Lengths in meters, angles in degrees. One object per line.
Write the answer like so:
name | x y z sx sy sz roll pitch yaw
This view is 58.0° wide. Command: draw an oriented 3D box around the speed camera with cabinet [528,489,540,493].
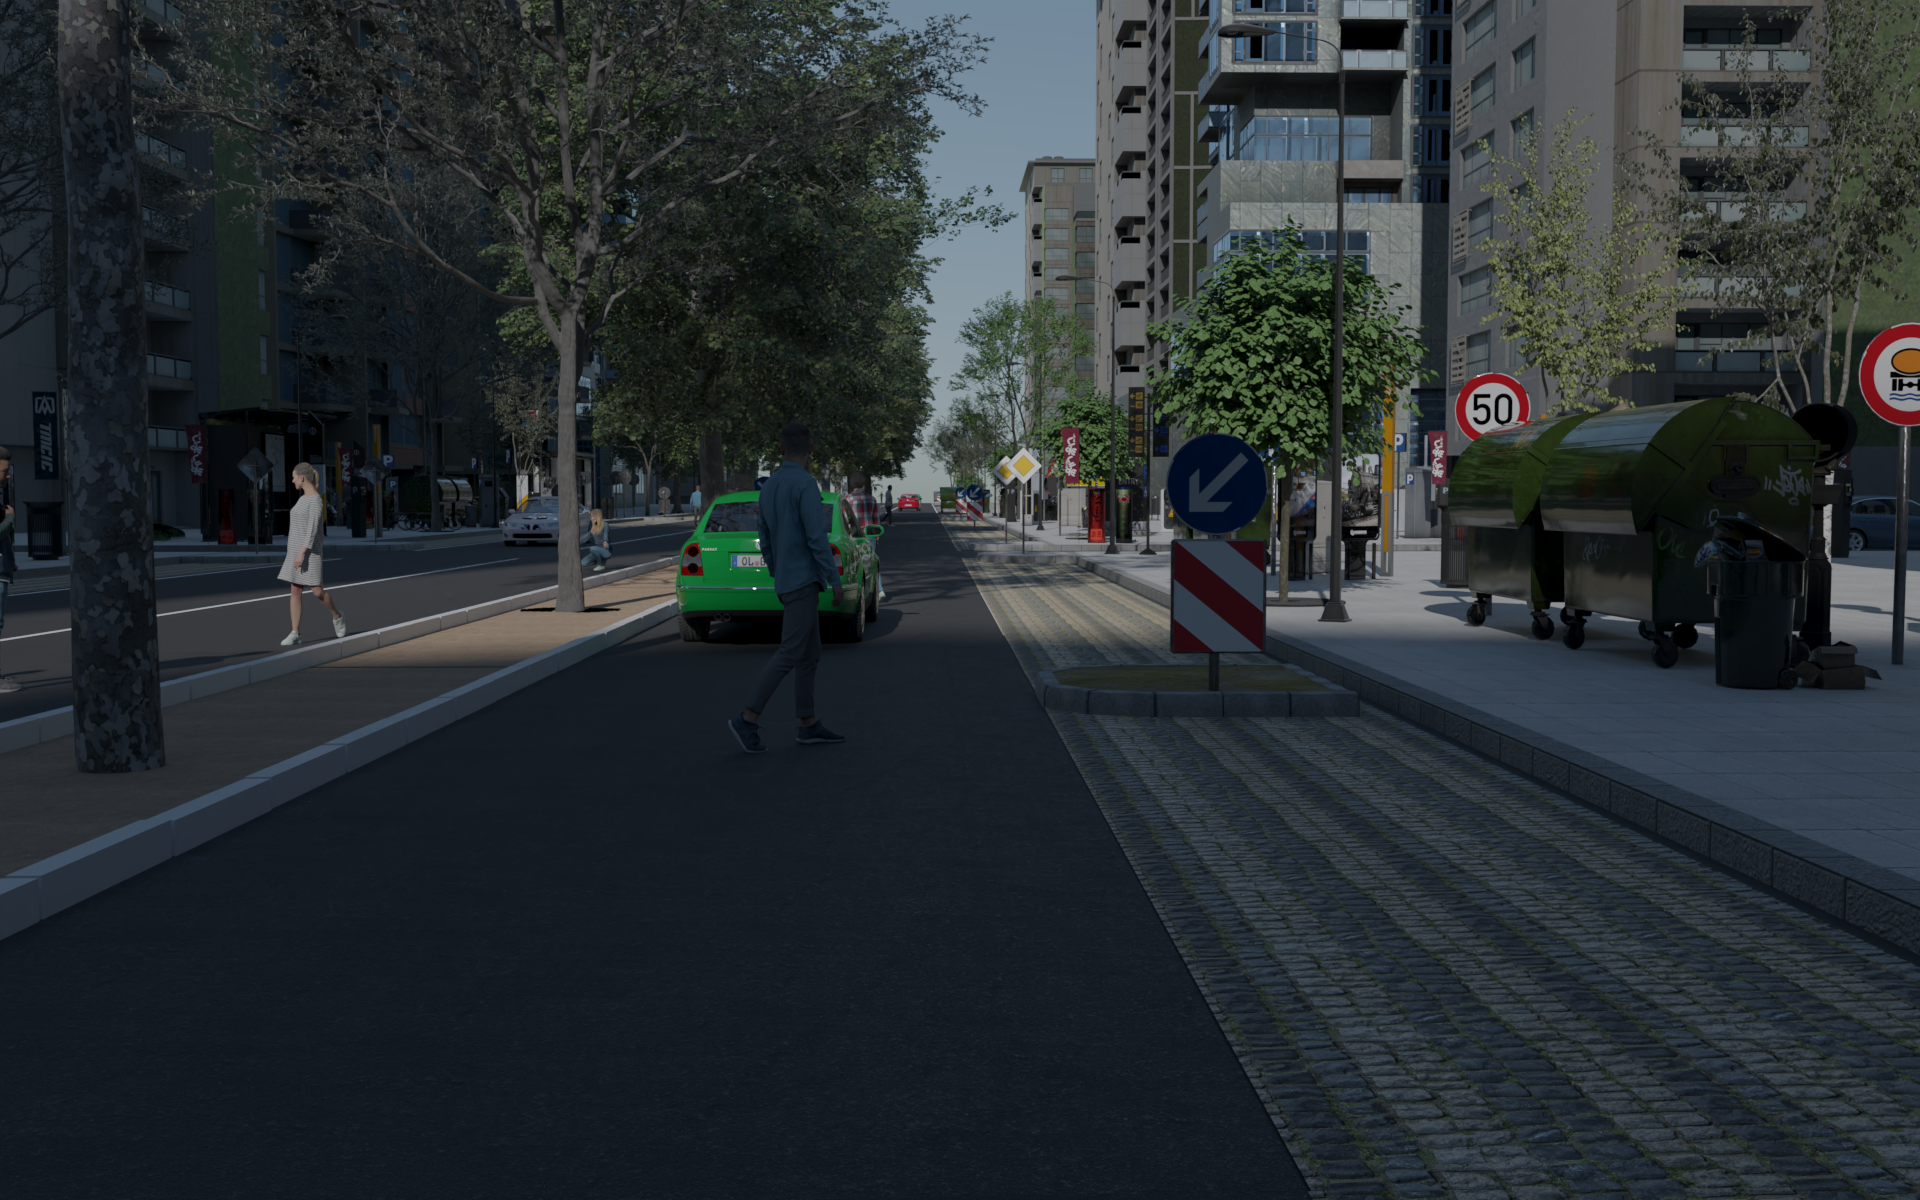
speed camera with cabinet | -28.953 -7.555 117.852 0.660 3.252 2.038 1 4 11

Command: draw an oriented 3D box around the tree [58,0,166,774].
tree | -3.143 -9.127 7.578 12.611 20.169 13.585 0 3 0

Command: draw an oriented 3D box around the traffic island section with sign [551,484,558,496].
traffic island section with sign | -15.603 -3.587 67.275 1.989 1.847 2.006 0 4 -1

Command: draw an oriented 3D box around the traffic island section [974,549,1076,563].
traffic island section | 1.385 -0.914 37.225 2.009 0.180 2.903 0 4 -1

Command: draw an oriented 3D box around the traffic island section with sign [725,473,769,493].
traffic island section with sign | -4.963 -2.239 44.750 2.006 1.907 1.989 0 4 -1

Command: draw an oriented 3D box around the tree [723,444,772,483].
tree | -20.145 -13.159 165.514 4.737 8.622 4.395 0 3 0

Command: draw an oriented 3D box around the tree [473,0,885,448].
tree | -4.727 -7.581 33.065 9.857 13.997 8.962 0 3 0

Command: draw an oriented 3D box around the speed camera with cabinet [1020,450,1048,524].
speed camera with cabinet | 3.183 -4.871 73.983 0.660 3.252 2.038 1 4 22

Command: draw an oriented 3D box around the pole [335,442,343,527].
pole | -24.318 -4.525 67.820 0.158 3.312 0.155 0 3 0

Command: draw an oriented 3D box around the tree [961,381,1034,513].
tree | 2.648 -9.939 112.871 4.360 8.622 3.978 0 3 0

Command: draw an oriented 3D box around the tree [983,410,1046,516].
tree | 3.660 -4.012 49.305 4.285 4.588 4.351 0 3 0

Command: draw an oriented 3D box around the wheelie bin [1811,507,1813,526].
wheelie bin | 36.100 -3.963 72.697 0.693 1.594 0.980 3 5 43

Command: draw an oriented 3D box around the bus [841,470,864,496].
bus | -10.849 -11.578 180.850 2.896 3.916 12.252 0 4 -1

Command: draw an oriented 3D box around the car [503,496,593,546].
car | -11.693 -2.262 49.339 2.083 1.381 4.827 0 4 -2

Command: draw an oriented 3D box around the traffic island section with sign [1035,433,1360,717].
traffic island section with sign | 1.543 -0.205 11.984 1.989 1.847 2.006 0 4 -1

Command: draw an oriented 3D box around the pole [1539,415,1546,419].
pole | 14.955 -3.099 44.512 0.158 3.312 0.155 0 3 0

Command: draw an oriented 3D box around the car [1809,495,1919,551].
car | 21.826 -1.760 40.773 4.499 1.417 2.014 0 4 -1

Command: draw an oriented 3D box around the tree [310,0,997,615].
tree | -4.767 -6.602 20.775 12.009 13.543 11.850 0 3 0

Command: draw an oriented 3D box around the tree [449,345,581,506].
tree | -18.673 -7.564 74.034 4.360 8.622 3.978 0 3 0

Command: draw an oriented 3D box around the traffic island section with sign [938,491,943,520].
traffic island section with sign | -0.065 -5.286 95.049 1.989 1.847 2.006 0 4 -1

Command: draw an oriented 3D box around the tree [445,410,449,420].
tree | -27.669 -9.166 100.224 4.360 8.622 3.978 0 3 0

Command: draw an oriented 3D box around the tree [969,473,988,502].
tree | 1.983 -11.031 174.955 1.663 3.219 1.824 0 3 0

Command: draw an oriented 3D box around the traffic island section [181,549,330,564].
traffic island section | -15.004 -0.895 36.913 2.009 0.180 2.903 0 4 -1

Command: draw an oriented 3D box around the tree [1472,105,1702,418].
tree | 11.624 -5.063 33.140 4.737 8.622 4.395 0 3 0

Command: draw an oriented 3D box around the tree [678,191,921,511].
tree | -5.339 -8.563 60.595 7.486 12.596 7.792 0 3 0

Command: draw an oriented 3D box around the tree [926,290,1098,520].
tree | 3.138 -9.867 87.076 9.928 11.665 9.643 0 3 0

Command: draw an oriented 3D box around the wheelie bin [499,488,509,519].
wheelie bin | -23.325 -4.897 87.976 0.693 1.594 0.980 0 4 2

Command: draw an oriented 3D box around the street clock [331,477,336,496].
street clock | -26.668 -4.243 73.937 0.358 2.002 0.471 -1 4 -9

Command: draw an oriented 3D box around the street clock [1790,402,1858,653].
street clock | 6.826 -0.563 13.773 0.471 2.002 0.358 3 5 45

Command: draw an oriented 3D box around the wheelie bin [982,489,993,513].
wheelie bin | 1.736 -6.672 116.993 0.980 1.594 0.693 0 4 6

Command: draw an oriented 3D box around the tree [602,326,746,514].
tree | -18.643 -11.995 113.120 9.611 12.733 9.660 0 3 0

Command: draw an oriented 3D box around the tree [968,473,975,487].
tree | 3.055 -7.304 103.127 4.285 4.588 4.351 0 3 0

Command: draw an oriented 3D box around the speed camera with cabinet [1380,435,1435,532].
speed camera with cabinet | 15.084 -3.942 58.787 0.660 3.252 2.038 -3 5 -45

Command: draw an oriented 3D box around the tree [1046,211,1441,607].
tree | 3.842 -2.229 20.153 4.285 4.588 4.351 0 3 0

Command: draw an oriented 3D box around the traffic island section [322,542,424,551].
traffic island section | -15.159 -1.383 44.896 2.009 0.180 2.903 0 4 -1

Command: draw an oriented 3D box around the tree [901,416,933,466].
tree | -6.371 -10.934 115.640 8.767 10.594 7.601 0 4 -1

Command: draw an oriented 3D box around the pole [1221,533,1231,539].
pole | 4.675 -2.228 30.278 0.158 3.312 0.155 0 3 0

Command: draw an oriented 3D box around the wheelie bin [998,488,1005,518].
wheelie bin | 2.521 -5.179 92.590 0.980 1.594 0.693 -2 4 -24

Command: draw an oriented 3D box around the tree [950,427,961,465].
tree | 1.460 -12.275 151.065 4.360 8.622 3.978 0 3 0

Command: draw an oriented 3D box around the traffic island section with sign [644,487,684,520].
traffic island section with sign | -16.133 -5.251 94.474 1.989 1.847 2.006 0 4 -1

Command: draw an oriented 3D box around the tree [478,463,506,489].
tree | -28.454 -6.779 105.435 1.663 3.219 1.824 0 3 0

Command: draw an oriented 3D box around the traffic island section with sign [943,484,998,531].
traffic island section with sign | 0.454 -3.637 68.099 1.989 1.847 2.006 0 4 -1

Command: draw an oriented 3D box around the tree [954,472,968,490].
tree | 0.794 -15.428 235.965 4.285 4.588 4.351 0 3 0

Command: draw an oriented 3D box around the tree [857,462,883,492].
tree | -6.010 -8.962 99.352 4.360 8.622 3.978 0 3 0

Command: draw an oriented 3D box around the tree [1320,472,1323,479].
tree | 14.439 -4.348 65.693 1.663 3.219 1.824 0 3 0

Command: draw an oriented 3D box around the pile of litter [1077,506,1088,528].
pile of litter | 5.049 -3.172 65.834 1.176 0.858 1.719 0 4 4

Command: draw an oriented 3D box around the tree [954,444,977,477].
tree | 0.492 -18.042 245.346 4.737 8.622 4.395 0 3 0

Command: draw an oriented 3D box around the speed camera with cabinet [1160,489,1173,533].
speed camera with cabinet | 7.635 -3.828 56.917 2.038 3.252 0.660 2 4 31

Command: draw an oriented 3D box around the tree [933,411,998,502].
tree | 1.496 -15.297 184.520 7.601 10.594 8.767 3 5 41

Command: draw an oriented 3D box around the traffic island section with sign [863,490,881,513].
traffic island section with sign | -6.433 -6.834 119.874 2.006 1.907 1.989 0 4 -1

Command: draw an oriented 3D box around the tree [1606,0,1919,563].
tree | 10.345 -4.312 20.859 4.360 8.622 3.978 0 3 0

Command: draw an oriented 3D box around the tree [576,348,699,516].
tree | -18.218 -10.155 100.438 8.767 10.594 7.601 -1 4 -9

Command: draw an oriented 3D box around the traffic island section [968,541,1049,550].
traffic island section | 1.229 -1.402 45.209 2.009 0.180 2.903 0 4 -1

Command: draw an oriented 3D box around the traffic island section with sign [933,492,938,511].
traffic island section with sign | -1.025 -8.284 144.069 1.989 1.847 2.006 0 4 -1

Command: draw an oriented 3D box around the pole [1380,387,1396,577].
pole | 6.644 -2.019 26.854 0.158 3.312 0.155 0 3 0

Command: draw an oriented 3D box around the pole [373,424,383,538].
pole | -17.082 -3.483 50.796 0.158 3.312 0.155 0 3 0
